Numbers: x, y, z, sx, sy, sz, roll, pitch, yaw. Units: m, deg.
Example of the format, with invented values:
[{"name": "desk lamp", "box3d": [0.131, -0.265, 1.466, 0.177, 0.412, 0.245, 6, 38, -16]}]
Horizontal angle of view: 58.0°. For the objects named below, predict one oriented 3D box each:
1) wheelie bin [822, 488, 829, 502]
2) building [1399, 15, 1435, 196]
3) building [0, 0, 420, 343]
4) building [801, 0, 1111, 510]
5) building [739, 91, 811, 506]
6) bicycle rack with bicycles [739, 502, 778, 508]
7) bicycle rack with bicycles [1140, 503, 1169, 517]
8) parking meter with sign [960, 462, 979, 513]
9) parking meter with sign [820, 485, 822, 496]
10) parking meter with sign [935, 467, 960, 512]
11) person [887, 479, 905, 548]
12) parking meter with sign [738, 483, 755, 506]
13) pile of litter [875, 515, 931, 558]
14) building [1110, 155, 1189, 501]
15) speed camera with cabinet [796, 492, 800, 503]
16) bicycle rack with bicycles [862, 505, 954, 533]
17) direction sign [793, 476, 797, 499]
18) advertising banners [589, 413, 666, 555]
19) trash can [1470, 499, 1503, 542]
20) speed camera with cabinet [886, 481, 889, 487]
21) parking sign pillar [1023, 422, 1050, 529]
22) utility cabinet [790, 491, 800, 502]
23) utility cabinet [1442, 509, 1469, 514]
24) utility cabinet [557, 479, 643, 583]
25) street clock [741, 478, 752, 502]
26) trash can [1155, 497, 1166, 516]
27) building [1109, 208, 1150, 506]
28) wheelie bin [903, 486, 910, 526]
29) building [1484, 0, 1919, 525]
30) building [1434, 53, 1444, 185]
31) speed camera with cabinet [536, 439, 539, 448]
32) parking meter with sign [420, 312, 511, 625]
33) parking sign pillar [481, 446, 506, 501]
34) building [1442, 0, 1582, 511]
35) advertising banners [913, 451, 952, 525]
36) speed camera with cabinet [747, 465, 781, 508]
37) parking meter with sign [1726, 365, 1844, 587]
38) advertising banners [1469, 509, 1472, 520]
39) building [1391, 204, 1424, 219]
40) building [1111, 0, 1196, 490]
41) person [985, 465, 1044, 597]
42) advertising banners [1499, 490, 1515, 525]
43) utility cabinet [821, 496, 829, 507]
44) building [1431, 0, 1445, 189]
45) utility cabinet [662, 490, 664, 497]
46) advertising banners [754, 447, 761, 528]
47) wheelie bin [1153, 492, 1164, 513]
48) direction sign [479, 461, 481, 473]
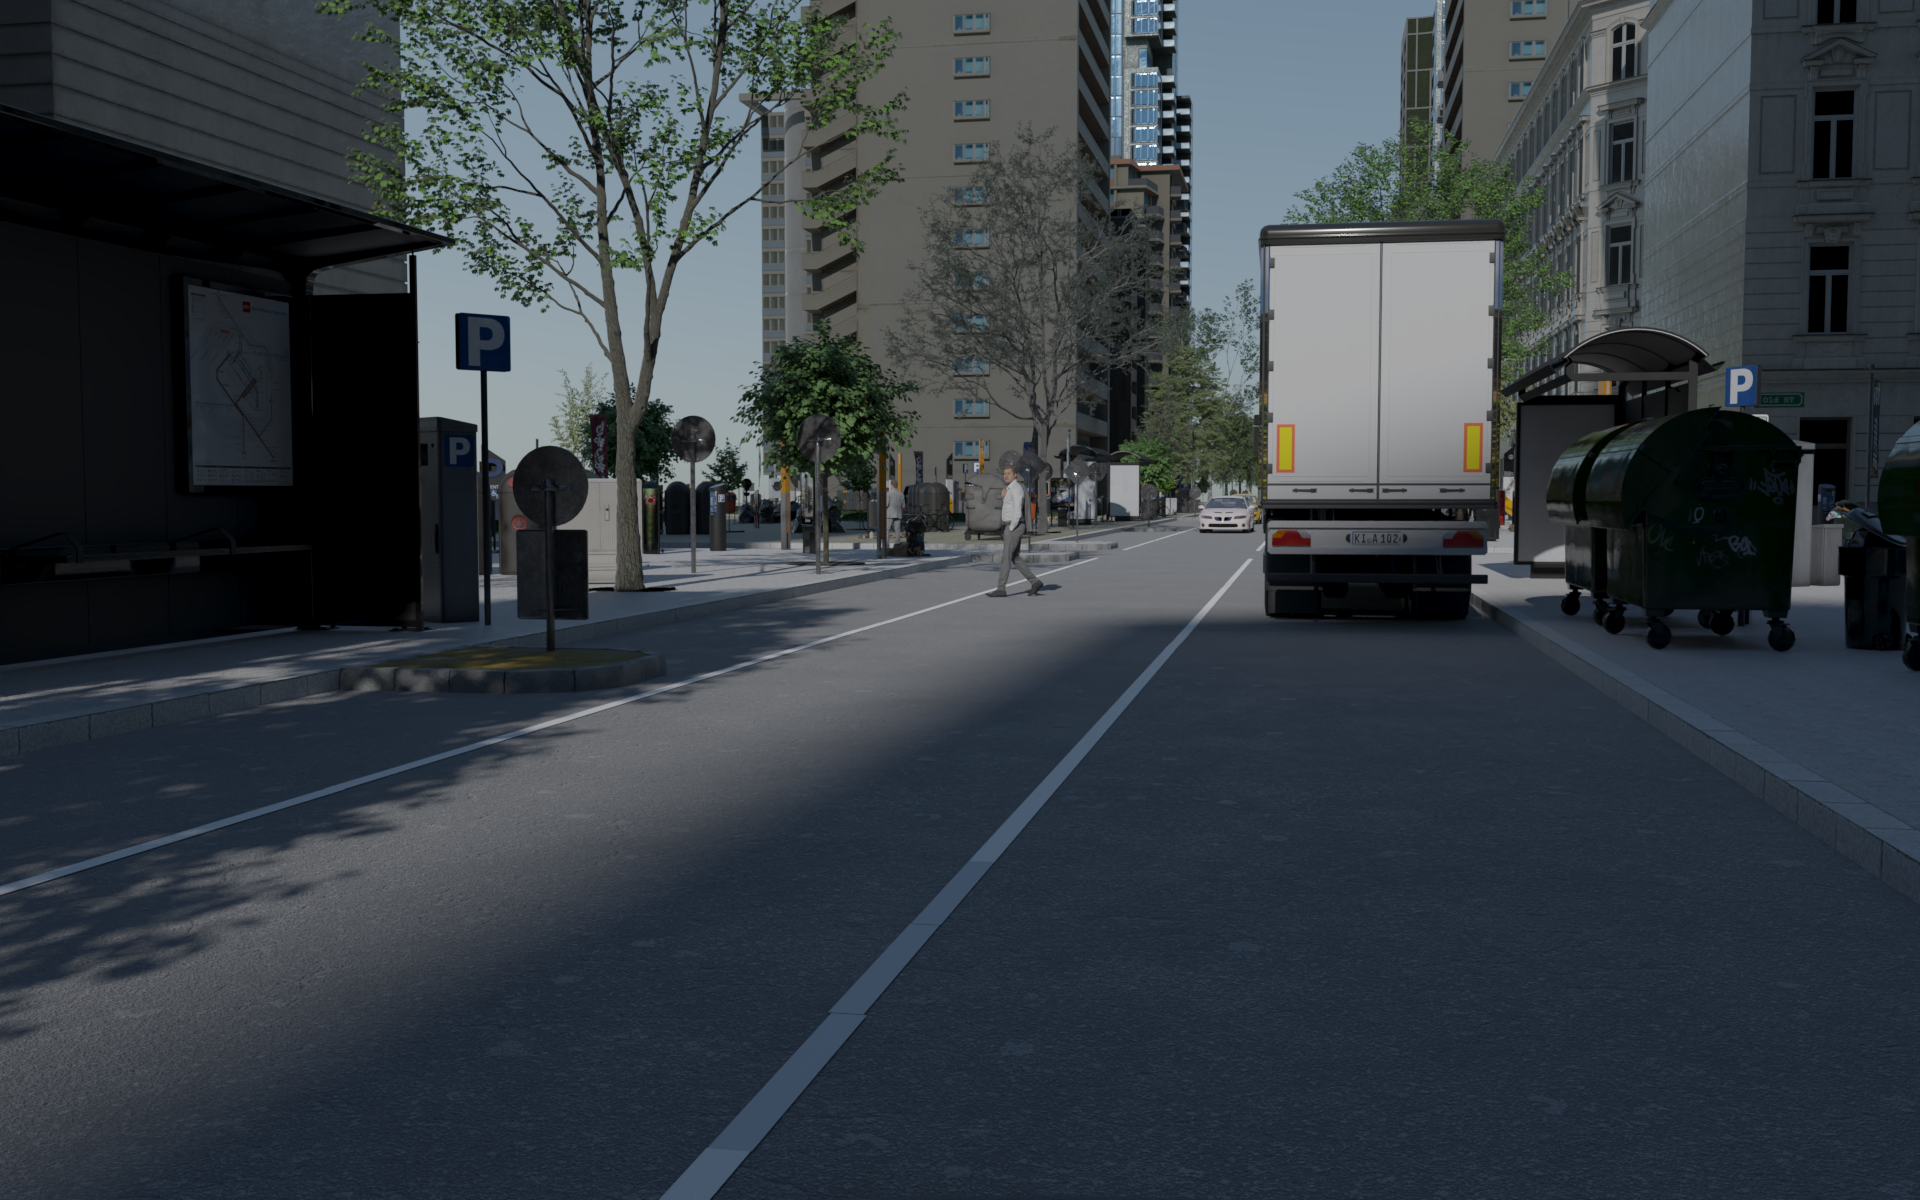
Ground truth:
[{"name": "wheelie bin", "box3d": [-7.090, -4.974, 89.227, 0.693, 1.594, 0.980, -1, 4, -15]}, {"name": "building", "box3d": [74.097, -50.173, 258.578, 20.563, 71.187, 20.611, 1, 4, 11]}, {"name": "building", "box3d": [-19.832, -11.003, 29.053, 18.267, 20.994, 9.793, 1, 4, 11]}, {"name": "building", "box3d": [-0.175, -31.211, 134.000, 21.300, 48.544, 21.600, 1, 4, 11]}, {"name": "building", "box3d": [-1.132, -28.500, 157.862, 32.217, 40.220, 23.993, 1, 4, 11]}, {"name": "bicycle rack with bicycles", "box3d": [-10.932, -5.032, 95.647, 2.852, 0.926, 2.925, 1, 4, 10]}, {"name": "bicycle rack with bicycles", "box3d": [10.219, -5.089, 96.587, 2.925, 0.926, 2.852, 1, 4, 11]}, {"name": "parking meter with sign", "box3d": [0.683, -5.997, 94.310, 0.543, 3.016, 1.738, 1, 4, 20]}, {"name": "parking meter with sign", "box3d": [-6.662, -5.148, 80.436, 0.543, 3.016, 1.738, 1, 4, 15]}, {"name": "parking meter with sign", "box3d": [-0.448, -6.341, 99.929, 1.738, 3.016, 0.543, 2, 4, 24]}, {"name": "person", "box3d": [-1.713, -2.125, 43.444, 0.606, 1.804, 0.583, -3, 5, -40]}, {"name": "parking meter with sign", "box3d": [-13.275, -6.889, 108.904, 0.543, 3.016, 1.738, 3, 5, 41]}, {"name": "pile of litter", "box3d": [-1.166, -1.339, 35.863, 1.176, 0.858, 1.719, 0, 4, 5]}, {"name": "building", "box3d": [18.179, -34.986, 226.646, 22.147, 44.769, 28.867, 1, 4, 11]}, {"name": "speed camera with cabinet", "box3d": [-10.344, -7.537, 117.559, 0.660, 3.252, 2.038, 2, 4, 26]}, {"name": "bicycle rack with bicycles", "box3d": [-1.487, -2.752, 58.380, 2.925, 0.926, 2.852, 2, 4, 26]}, {"name": "direction sign", "box3d": [-9.743, -6.749, 102.337, 0.379, 3.537, 0.876, -1, 4, -16]}, {"name": "advertising banners", "box3d": [-7.171, -2.505, 37.149, 2.074, 3.025, 0.090, 2, 4, 32]}, {"name": "trash can", "box3d": [14.323, -2.161, 46.992, 0.748, 1.137, 0.748, 0, 3, 0]}, {"name": "speed camera with cabinet", "box3d": [-4.725, -7.723, 120.600, 0.660, 3.252, 2.038, 1, 4, 18]}, {"name": "parking sign pillar", "box3d": [2.625, -4.619, 63.995, 1.447, 3.967, 1.447, 0, 4, 8]}, {"name": "utility cabinet", "box3d": [-11.426, -6.761, 119.218, 1.173, 1.500, 0.318, 3, 4, 38]}, {"name": "utility cabinet", "box3d": [20.336, -3.825, 71.214, 0.318, 1.500, 1.173, -3, 4, -36]}, {"name": "utility cabinet", "box3d": [-5.139, -0.980, 24.695, 1.173, 1.500, 0.318, -1, 4, -16]}, {"name": "street clock", "box3d": [-9.791, -4.583, 79.508, 0.471, 2.002, 0.358, -1, 4, -12]}, {"name": "trash can", "box3d": [11.587, -5.403, 99.986, 0.748, 1.137, 0.748, 0, 3, 0]}, {"name": "building", "box3d": [11.466, -24.669, 175.032, 14.160, 30.474, 14.107, 1, 4, 11]}, {"name": "wheelie bin", "box3d": [-1.867, -3.717, 68.686, 0.980, 1.594, 0.693, -2, 4, -34]}, {"name": "building", "box3d": [38.810, -19.330, 92.463, 17.030, 29.872, 44.131, 1, 4, 11]}, {"name": "building", "box3d": [56.975, -33.330, 164.555, 23.786, 49.044, 30.456, 1, 4, 11]}, {"name": "speed camera with cabinet", "box3d": [-14.432, -4.150, 62.189, 2.038, 3.252, 0.660, 0, 4, -2]}, {"name": "parking meter with sign", "box3d": [-5.188, -1.297, 17.467, 0.543, 3.016, 1.738, -3, 5, -43]}, {"name": "parking sign pillar", "box3d": [-25.359, -6.467, 94.215, 1.447, 3.967, 1.447, -1, 4, -14]}, {"name": "building", "box3d": [50.508, -31.539, 139.368, 21.300, 48.544, 21.600, 1, 4, 11]}, {"name": "advertising banners", "box3d": [-1.130, -4.576, 71.001, 2.074, 3.025, 0.090, -3, 5, -42]}, {"name": "speed camera with cabinet", "box3d": [-11.143, -6.376, 98.588, 2.038, 3.252, 0.660, -1, 4, -20]}, {"name": "parking meter with sign", "box3d": [11.430, -1.694, 23.957, 1.738, 3.016, 0.543, -1, 4, -22]}, {"name": "advertising banners", "box3d": [24.314, -5.484, 85.847, 2.074, 3.025, 0.090, 2, 4, 23]}, {"name": "building", "box3d": [67.291, -34.213, 242.978, 14.154, 41.232, 14.086, 1, 4, 11]}, {"name": "building", "box3d": [24.112, -57.614, 254.665, 22.319, 86.520, 31.000, 1, 4, 11]}, {"name": "person", "box3d": [0.752, -0.951, 24.156, 0.850, 1.850, 0.679, -1, 4, -9]}, {"name": "advertising banners", "box3d": [22.202, -4.586, 71.162, 2.074, 3.025, 0.090, 2, 4, 34]}, {"name": "utility cabinet", "box3d": [-5.625, -3.575, 69.616, 0.306, 1.237, 1.020, -2, 4, -29]}, {"name": "building", "box3d": [68.345, -55.369, 217.947, 22.319, 86.520, 31.000, 1, 4, 11]}, {"name": "utility cabinet", "box3d": [-16.840, -5.610, 100.399, 1.173, 1.500, 0.318, 0, 4, 5]}, {"name": "advertising banners", "box3d": [-7.609, -4.212, 65.048, 0.090, 3.025, 2.074, -1, 4, -12]}, {"name": "wheelie bin", "box3d": [13.244, -6.582, 115.517, 0.980, 1.594, 0.693, 2, 4, 30]}, {"name": "direction sign", "box3d": [-33.070, -7.822, 119.881, 0.379, 3.537, 0.876, 0, 4, 7]}]
